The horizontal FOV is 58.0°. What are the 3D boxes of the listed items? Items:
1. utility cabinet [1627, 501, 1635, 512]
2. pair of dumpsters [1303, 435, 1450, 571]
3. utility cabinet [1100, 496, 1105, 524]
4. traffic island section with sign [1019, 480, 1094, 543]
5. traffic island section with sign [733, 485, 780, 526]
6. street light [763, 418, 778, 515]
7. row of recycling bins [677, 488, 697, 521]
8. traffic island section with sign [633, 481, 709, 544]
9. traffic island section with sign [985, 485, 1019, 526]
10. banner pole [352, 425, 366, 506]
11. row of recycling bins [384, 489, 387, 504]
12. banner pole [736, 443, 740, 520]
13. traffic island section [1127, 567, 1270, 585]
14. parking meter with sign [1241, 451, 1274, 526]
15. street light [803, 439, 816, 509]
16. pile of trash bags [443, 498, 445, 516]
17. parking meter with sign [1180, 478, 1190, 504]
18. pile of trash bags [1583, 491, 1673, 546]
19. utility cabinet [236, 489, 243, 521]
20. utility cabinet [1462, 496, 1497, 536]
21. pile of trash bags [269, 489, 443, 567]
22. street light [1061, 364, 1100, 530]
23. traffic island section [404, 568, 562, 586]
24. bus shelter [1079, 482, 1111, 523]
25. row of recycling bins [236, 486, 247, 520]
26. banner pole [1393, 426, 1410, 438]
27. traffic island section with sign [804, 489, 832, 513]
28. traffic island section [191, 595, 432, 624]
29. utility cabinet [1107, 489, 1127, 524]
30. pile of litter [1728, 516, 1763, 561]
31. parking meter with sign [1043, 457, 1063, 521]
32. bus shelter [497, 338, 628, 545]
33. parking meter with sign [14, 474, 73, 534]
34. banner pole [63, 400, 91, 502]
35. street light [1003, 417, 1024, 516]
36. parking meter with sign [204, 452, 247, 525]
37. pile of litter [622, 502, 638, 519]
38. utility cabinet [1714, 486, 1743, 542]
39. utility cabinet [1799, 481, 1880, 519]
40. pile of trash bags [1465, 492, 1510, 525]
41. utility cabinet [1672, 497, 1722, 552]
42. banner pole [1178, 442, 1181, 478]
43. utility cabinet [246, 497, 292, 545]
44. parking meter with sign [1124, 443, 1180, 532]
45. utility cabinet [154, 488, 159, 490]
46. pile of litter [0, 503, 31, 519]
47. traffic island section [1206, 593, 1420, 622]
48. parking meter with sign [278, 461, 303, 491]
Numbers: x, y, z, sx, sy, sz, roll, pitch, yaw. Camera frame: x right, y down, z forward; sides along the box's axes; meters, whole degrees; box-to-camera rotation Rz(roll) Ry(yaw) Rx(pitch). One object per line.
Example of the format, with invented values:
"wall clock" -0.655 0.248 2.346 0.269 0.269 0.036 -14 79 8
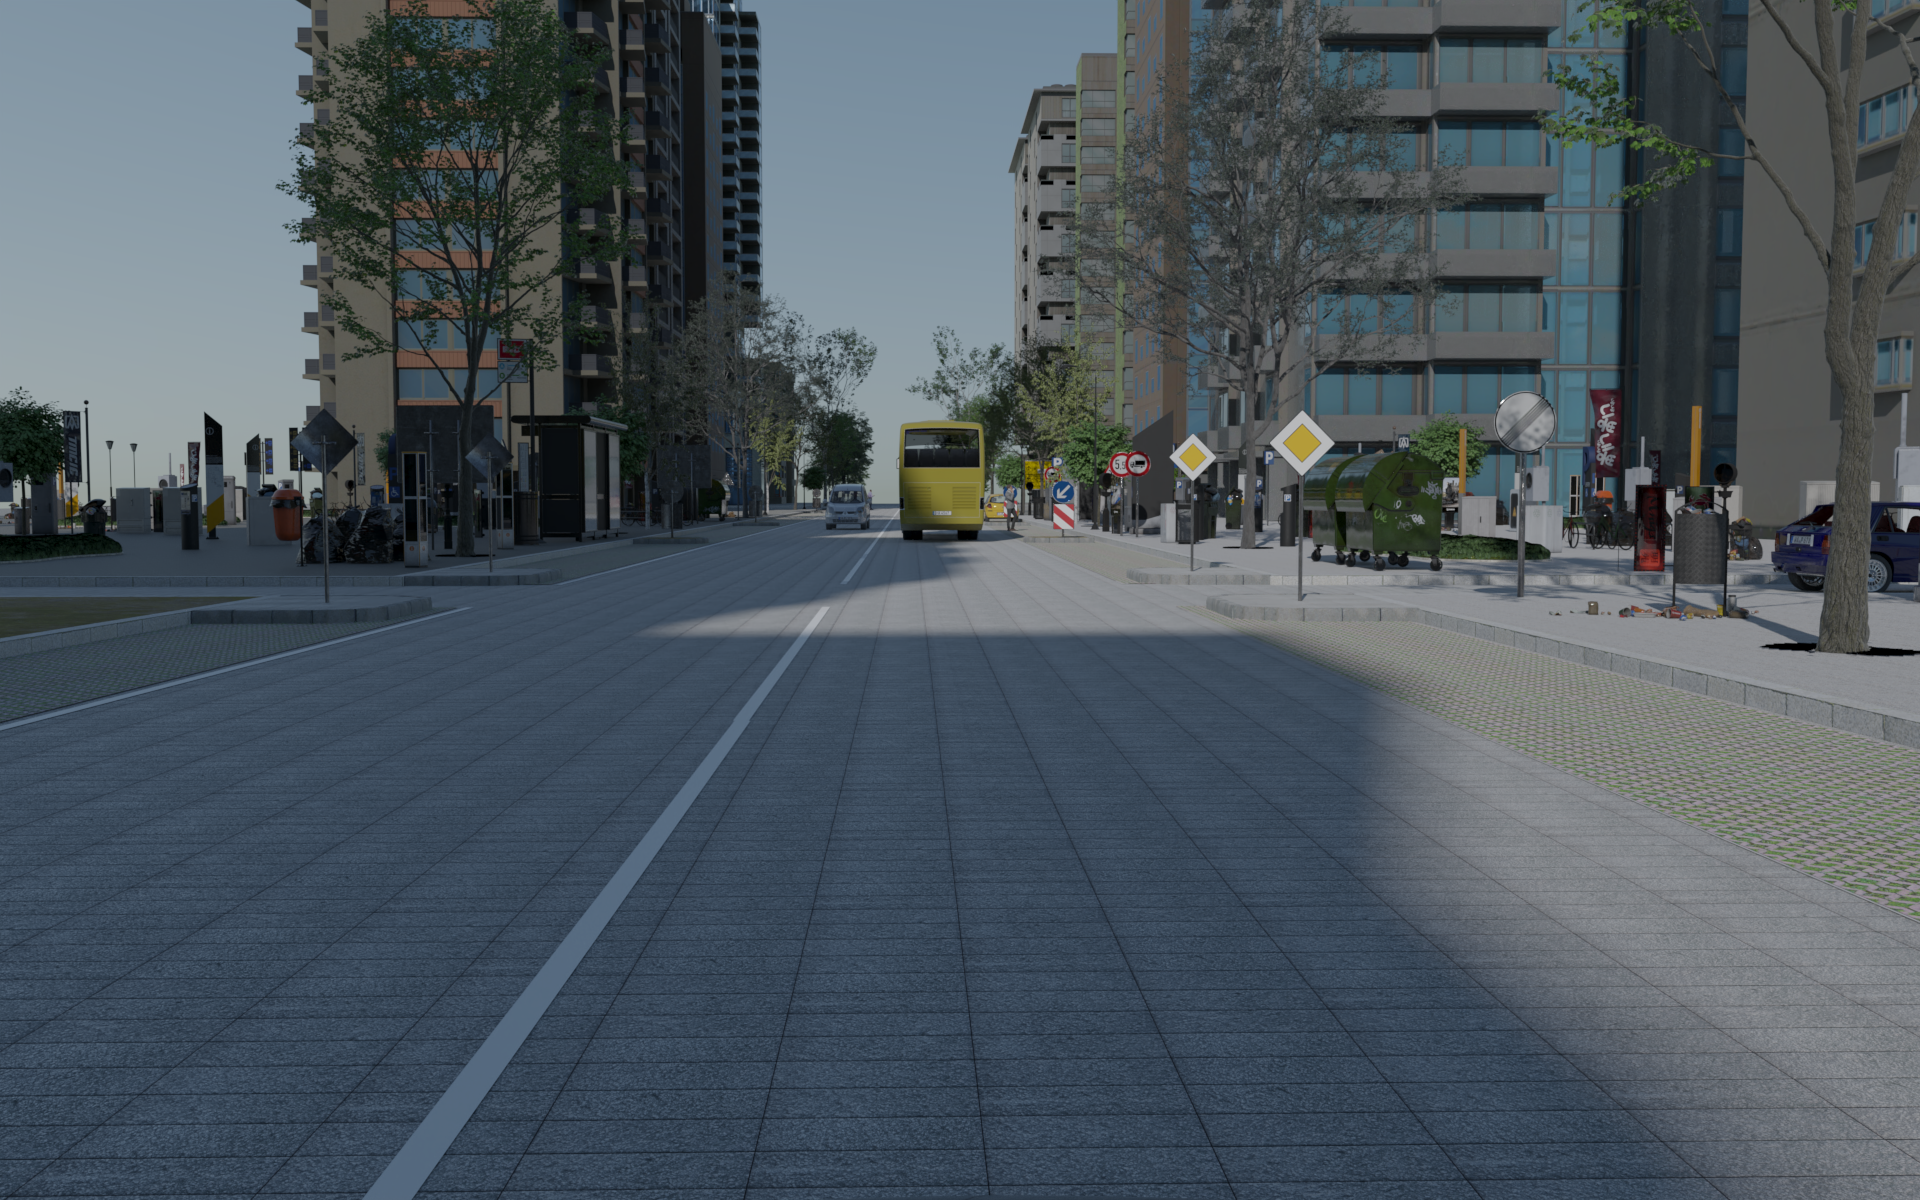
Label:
"utility cabinet" 26.211 -3.434 67.311 0.306 1.237 1.020 0 4 4
"pair of dumpsters" 7.325 -1.726 30.710 1.574 2.255 4.437 0 4 -1
"utility cabinet" 6.153 -3.931 75.429 0.306 1.237 1.020 0 4 5
"traffic island section with sign" 2.896 -2.617 51.422 1.989 1.847 2.006 0 4 -2
"traffic island section with sign" -9.129 -4.226 77.719 1.989 1.847 2.006 0 4 -2
"street light" -11.281 -8.096 104.907 1.470 5.913 1.316 0 4 -2
"row of recycling bins" -13.370 -4.734 84.514 1.069 1.692 3.534 0 4 3
"traffic island section with sign" -8.334 -2.540 50.149 1.989 1.847 2.006 0 4 -2
"traffic island section with sign" 2.131 -4.278 78.578 1.989 1.847 2.006 0 4 -2
"banner pole" -21.651 -4.425 62.363 0.863 3.779 0.401 3 4 36
"row of recycling bins" -31.776 -5.607 98.784 1.069 1.692 3.534 0 4 5
"banner pole" -10.869 -5.818 85.133 0.401 3.779 0.863 0 4 3
"traffic island section" 3.868 -0.396 28.752 2.009 0.180 2.903 0 4 -2
"parking meter with sign" 12.016 -4.564 70.890 0.543 3.016 1.738 -2 4 -35
"street light" -12.584 -10.600 145.849 1.470 5.913 1.316 0 4 -2
"pile of trash bags" -28.953 -5.243 95.471 1.912 1.369 3.447 -1 4 -11
"parking meter with sign" 10.307 -5.104 79.717 0.543 3.016 1.738 3 5 44
"pile of trash bags" 16.864 -2.106 44.190 1.912 1.369 3.447 0 4 1
"utility cabinet" -33.664 -4.346 79.734 1.173 1.500 0.318 -1 4 -20
"utility cabinet" 14.917 -2.365 49.825 0.306 1.237 1.020 -2 4 -33
"pile of trash bags" -11.474 -1.366 32.086 1.912 1.369 3.447 1 4 17
"street light" 4.319 -5.479 62.121 1.470 5.913 1.316 0 4 -2
"traffic island section" -7.719 -0.376 28.430 2.009 0.180 2.903 0 4 -2
"bus shelter" 6.319 -5.446 80.330 1.731 3.624 6.357 0 4 -2
"row of recycling bins" -36.103 -4.817 85.874 1.069 1.692 3.534 0 4 -4
"banner pole" 16.155 -4.506 63.686 0.863 3.779 0.401 3 5 42
"traffic island section with sign" -10.564 -7.329 128.450 1.989 1.847 2.006 0 4 -2
"traffic island section" -7.492 0.112 20.448 2.009 0.180 2.903 0 4 -2
"utility cabinet" 6.665 -3.988 73.889 0.318 1.500 1.173 -2 4 -34
"pile of litter" 14.966 -1.213 33.796 1.719 0.858 1.176 -2 4 -26
"parking meter with sign" 4.419 -5.321 83.258 0.543 3.016 1.738 -1 4 -14
"bus shelter" -10.898 -4.267 47.396 2.179 5.291 8.768 0 4 -2
"parking meter with sign" -29.402 -3.627 55.567 1.738 3.016 0.543 0 4 -8
"banner pole" -23.368 -3.422 45.972 0.401 3.779 0.863 3 4 37
"street light" 3.148 -8.009 103.480 1.470 5.913 1.316 0 4 -2
"parking meter with sign" -30.511 -4.632 71.997 1.738 3.016 0.543 -1 4 -13
"pile of litter" -16.900 -4.532 88.056 1.719 0.858 1.176 -1 4 -14
"utility cabinet" 20.215 -2.297 46.227 1.173 1.500 0.318 3 5 41
"utility cabinet" 14.643 -1.235 28.866 1.173 1.500 0.318 0 4 3
"pile of trash bags" 21.336 -3.750 71.070 1.912 1.369 3.447 2 4 34
"utility cabinet" 16.127 -1.638 37.937 0.306 1.237 1.020 -2 4 -32
"banner pole" 10.422 -5.640 82.223 0.401 3.779 0.863 0 4 -3
"utility cabinet" -17.469 -1.994 43.769 1.020 1.237 0.306 -2 4 -35
"parking meter with sign" 6.526 -3.862 59.407 1.738 3.016 0.543 -1 4 -12
"utility cabinet" -29.233 -3.297 62.584 0.318 1.500 1.173 3 4 36
"pile of litter" -48.730 -4.607 89.295 1.719 0.858 1.176 0 4 -8
"traffic island section" 4.095 0.092 20.770 2.009 0.180 2.903 0 4 -2
"parking meter with sign" -35.121 -5.745 90.191 0.543 3.016 1.738 2 4 34
